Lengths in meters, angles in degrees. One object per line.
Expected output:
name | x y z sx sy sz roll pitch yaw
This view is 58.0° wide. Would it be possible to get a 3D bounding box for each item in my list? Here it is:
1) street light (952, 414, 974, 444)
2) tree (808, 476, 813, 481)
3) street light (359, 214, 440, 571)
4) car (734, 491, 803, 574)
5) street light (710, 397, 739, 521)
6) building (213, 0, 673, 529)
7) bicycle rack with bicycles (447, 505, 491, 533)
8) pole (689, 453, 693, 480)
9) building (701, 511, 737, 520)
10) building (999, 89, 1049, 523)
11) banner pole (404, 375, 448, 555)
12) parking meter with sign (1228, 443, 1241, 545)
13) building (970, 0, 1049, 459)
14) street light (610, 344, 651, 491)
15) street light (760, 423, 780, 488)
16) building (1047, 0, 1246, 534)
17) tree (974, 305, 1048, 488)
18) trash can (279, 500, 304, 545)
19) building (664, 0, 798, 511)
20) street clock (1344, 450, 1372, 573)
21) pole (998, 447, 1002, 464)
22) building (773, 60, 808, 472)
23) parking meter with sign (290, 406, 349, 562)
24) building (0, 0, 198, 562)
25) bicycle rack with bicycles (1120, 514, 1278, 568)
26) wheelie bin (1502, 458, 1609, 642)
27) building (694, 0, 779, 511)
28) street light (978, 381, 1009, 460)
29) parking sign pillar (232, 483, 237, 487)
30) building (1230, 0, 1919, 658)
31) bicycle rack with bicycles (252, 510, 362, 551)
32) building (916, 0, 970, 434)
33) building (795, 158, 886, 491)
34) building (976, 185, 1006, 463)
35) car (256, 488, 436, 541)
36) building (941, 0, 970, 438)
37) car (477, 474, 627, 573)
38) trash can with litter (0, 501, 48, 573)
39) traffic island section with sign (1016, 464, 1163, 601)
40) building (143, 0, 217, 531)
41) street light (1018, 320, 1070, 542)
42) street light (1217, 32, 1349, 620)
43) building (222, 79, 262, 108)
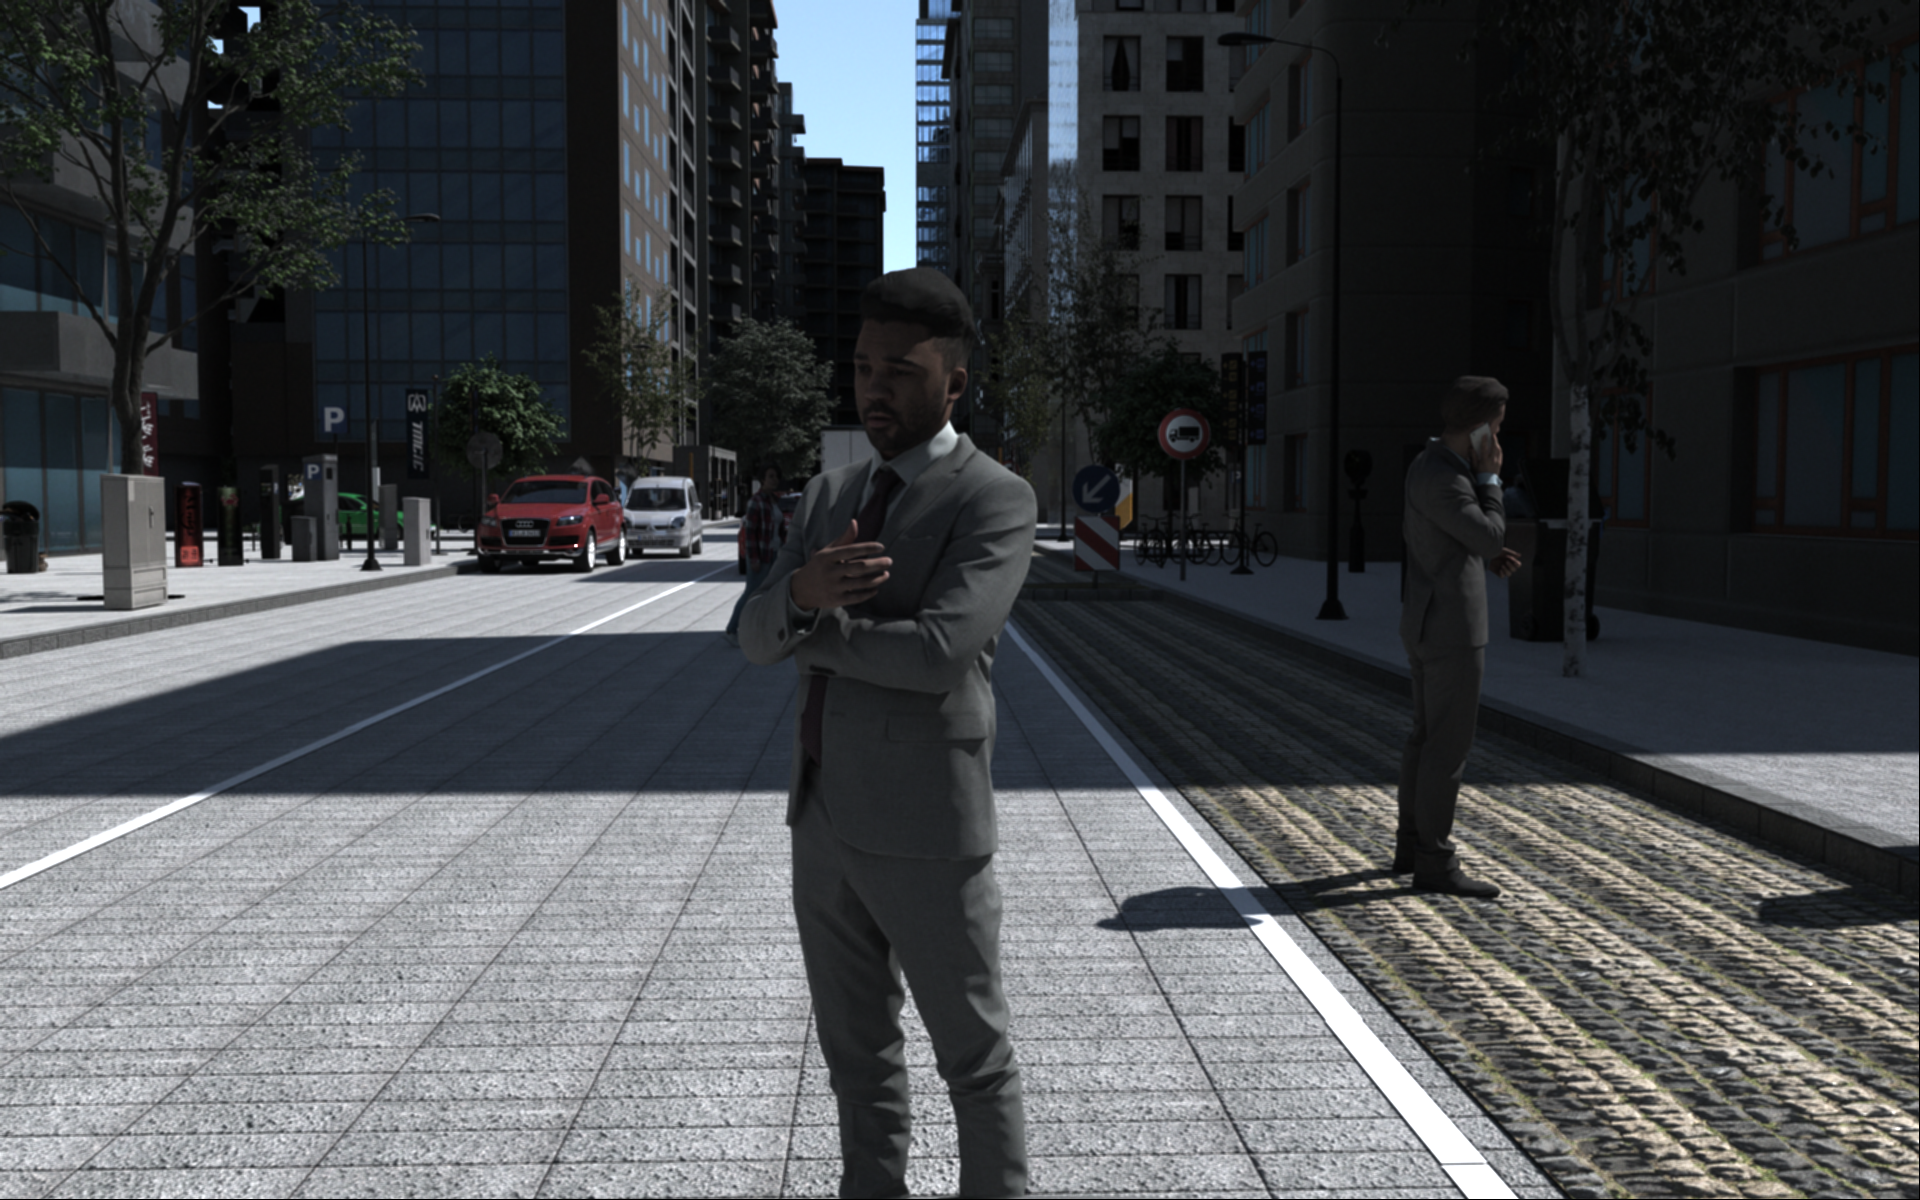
street light | 0.258 -7.838 100.693 1.470 5.913 1.316 0 4 -2
tree | -15.879 -11.707 186.015 1.663 3.219 1.824 0 3 0
street light | -9.328 -3.445 28.865 1.470 5.913 1.316 0 4 -2
car | -3.175 -1.434 32.484 2.155 1.783 4.494 0 4 -4
street light | -11.290 -6.767 83.183 1.470 5.913 1.316 0 4 -2
building | -19.433 -25.598 68.640 14.600 45.320 14.200 0 4 -2
bicycle rack with bicycles | -15.872 -2.728 57.981 2.925 0.926 2.852 2 4 29
pole | -13.265 -5.605 85.482 0.158 3.312 0.155 0 3 0
building | -23.184 -40.164 94.936 20.563 71.187 20.611 0 4 -2
building | 7.358 -14.436 85.175 9.793 20.994 18.267 0 4 -2
banner pole | -11.216 -2.835 36.362 0.863 3.779 0.401 -3 4 -36
parking meter with sign | 7.023 -2.887 43.463 0.543 3.016 1.738 1 4 18
building | 7.764 -27.971 140.914 14.154 41.232 14.086 0 4 -2
street light | -10.279 -4.973 53.851 1.470 5.913 1.316 0 4 -2
street light | -12.404 -8.570 112.666 1.470 5.913 1.316 0 4 -2
building | 11.921 -12.573 60.314 16.860 20.320 10.420 0 4 -2
tree | 2.685 -7.205 68.162 4.737 8.622 4.395 0 3 0
trash can | -16.813 -1.962 43.735 0.748 1.137 0.748 0 3 0
building | -26.263 -44.556 166.745 20.563 71.187 20.611 0 4 -2
street clock | 6.495 -1.452 28.305 0.358 2.002 0.471 -1 4 -23
pole | 1.767 -5.013 75.811 0.158 3.312 0.155 0 3 0
building | -32.407 -34.958 191.176 30.456 49.044 23.786 0 4 -2
parking meter with sign | -12.349 -2.270 33.371 0.543 3.016 1.738 0 4 2
building | -32.135 -25.162 31.012 30.456 49.044 23.786 0 4 -2
bicycle rack with bicycles | 3.971 -1.091 31.214 2.852 0.926 2.925 -2 4 -23
wheelie bin | 5.183 -0.450 15.273 0.980 1.594 0.693 -1 4 -9
building | -26.392 -29.836 142.448 22.147 44.769 28.867 0 4 -2
street light | 1.449 -6.024 71.038 1.470 5.913 1.316 0 4 -2
parking sign pillar | -49.858 -8.006 119.378 1.447 3.967 1.447 0 4 8
building | 20.834 -11.132 27.045 27.650 21.520 28.899 0 4 -2
bicycle rack with bicycles | -15.138 -1.630 40.032 2.852 0.926 2.925 -1 4 -16
building | 5.928 -55.731 223.871 31.000 86.520 22.319 0 4 -2
building | -23.964 -34.793 223.487 28.867 44.769 22.147 0 4 -2
building | 8.347 -17.942 112.438 14.460 24.649 34.723 0 4 -2
car | -17.057 -2.415 48.285 4.718 1.807 1.959 0 4 -2
building | 12.642 -36.774 190.491 28.713 52.752 27.495 0 4 -2
car | -7.749 -1.503 33.240 2.281 1.827 5.304 0 4 -1
trash can with litter | -15.266 -1.028 28.195 0.624 1.170 1.055 -1 4 -14
traffic island section with sign | 1.691 -0.940 23.998 1.989 1.847 2.006 0 4 -2
building | -34.487 -25.065 59.929 14.200 45.320 14.600 0 4 -2
street light | 2.243 -4.520 46.440 1.470 5.913 1.316 0 4 -2
street light | 3.282 -2.756 17.603 1.470 5.913 1.316 0 4 -2
building | -76.848 -38.869 224.744 27.495 52.752 28.713 0 4 -2
